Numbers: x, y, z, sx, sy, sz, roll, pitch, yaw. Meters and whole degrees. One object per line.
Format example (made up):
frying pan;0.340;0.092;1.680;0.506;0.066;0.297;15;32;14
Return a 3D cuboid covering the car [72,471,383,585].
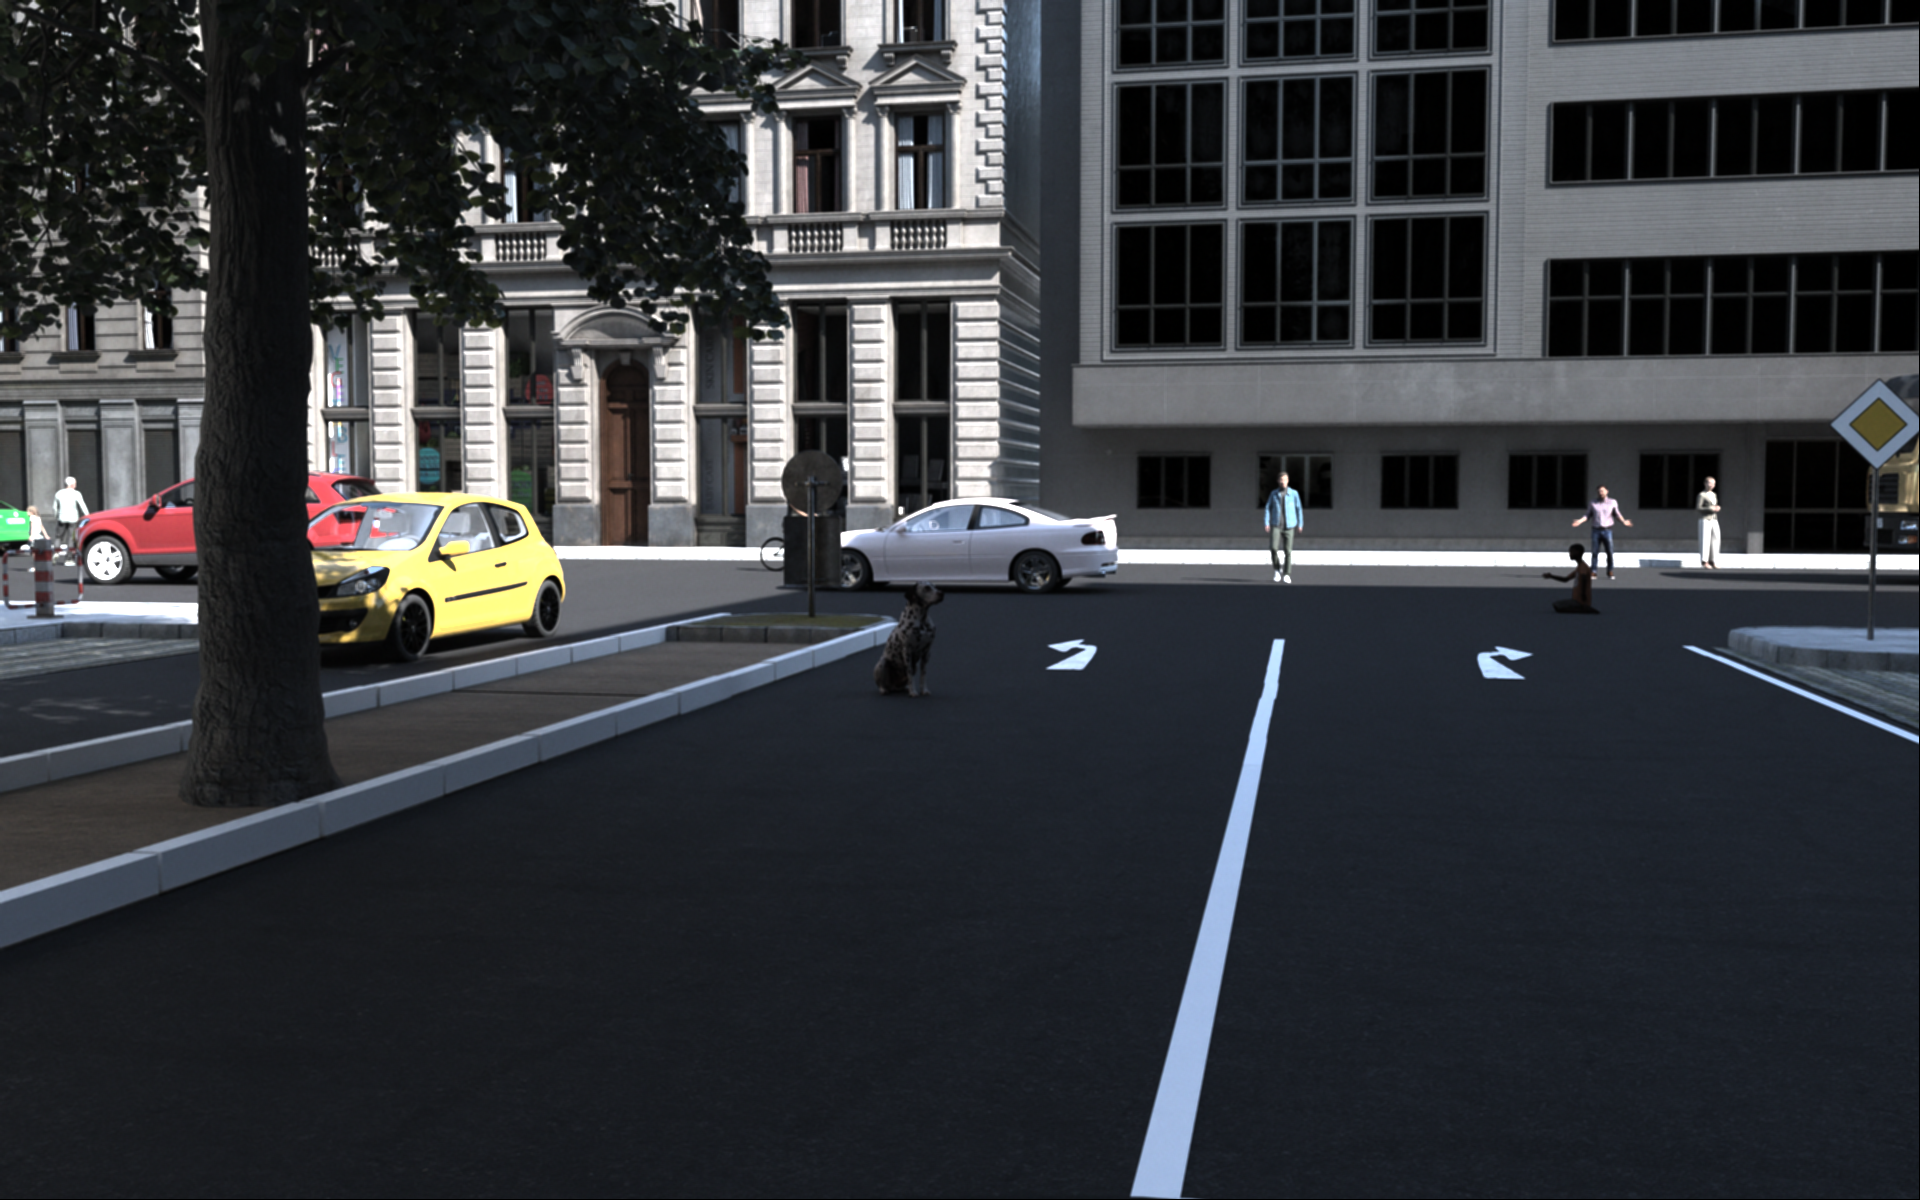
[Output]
car;-11.651;-1.175;27.885;5.304;1.827;2.281;1;4;10

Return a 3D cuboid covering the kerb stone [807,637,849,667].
kerb stone;-1.161;0.454;14.773;0.120;0.150;1.000;1;4;11

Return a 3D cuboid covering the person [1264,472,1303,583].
person;5.239;-1.176;28.076;0.601;1.785;0.444;1;4;16

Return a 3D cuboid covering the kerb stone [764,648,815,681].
kerb stone;-1.369;0.517;13.758;0.120;0.150;1.000;1;4;11

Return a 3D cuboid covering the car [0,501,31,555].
car;-23.798;-1.912;40.059;4.718;1.807;1.959;1;4;11

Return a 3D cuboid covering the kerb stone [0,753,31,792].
kerb stone;-4.670;0.864;8.087;0.120;0.150;1.000;1;4;11

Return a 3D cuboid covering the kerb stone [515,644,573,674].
kerb stone;-3.440;0.494;14.122;0.120;0.150;1.000;1;4;11

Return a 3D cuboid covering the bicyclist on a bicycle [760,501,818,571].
bicyclist on a bicycle;-2.936;-1.346;32.027;1.625;1.676;1.499;1;4;13

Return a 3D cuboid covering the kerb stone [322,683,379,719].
kerb stone;-4.062;0.682;11.108;0.120;0.150;1.000;1;4;11

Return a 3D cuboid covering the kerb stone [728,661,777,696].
kerb stone;-1.576;0.588;12.750;0.120;0.150;1.000;1;4;11

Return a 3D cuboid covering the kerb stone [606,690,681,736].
kerb stone;-1.985;0.703;10.736;0.120;0.150;1.000;1;4;11

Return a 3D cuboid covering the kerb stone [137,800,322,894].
kerb stone;-2.817;0.947;6.706;0.120;0.150;1.000;1;4;11

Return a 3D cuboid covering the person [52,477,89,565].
person;-17.882;-1.584;34.890;0.782;1.767;0.515;0;4;-4

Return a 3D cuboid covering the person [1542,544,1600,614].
person;7.391;-0.256;20.971;0.655;0.850;0.859;1;4;16

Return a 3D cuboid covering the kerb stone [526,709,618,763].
kerb stone;-2.190;0.762;9.733;0.120;0.150;1.000;1;4;11

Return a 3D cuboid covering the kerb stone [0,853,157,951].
kerb stone;-3.016;1.009;5.697;0.120;0.150;1.000;1;4;11

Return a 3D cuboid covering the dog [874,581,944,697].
dog;-0.366;0.264;12.526;0.513;0.831;0.800;0;3;0

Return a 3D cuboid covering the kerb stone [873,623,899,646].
kerb stone;-0.750;0.331;16.780;0.120;0.150;1.000;1;4;11

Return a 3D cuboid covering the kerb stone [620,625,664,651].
kerb stone;-3.024;0.371;16.128;0.120;0.150;1.000;1;4;11

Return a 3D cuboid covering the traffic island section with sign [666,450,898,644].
traffic island section with sign;-1.669;-0.570;17.462;2.006;1.907;1.989;1;4;11

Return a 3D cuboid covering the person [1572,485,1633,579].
person;10.838;-1.150;29.258;0.963;1.587;0.435;1;4;16

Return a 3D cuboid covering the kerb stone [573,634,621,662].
kerb stone;-3.232;0.437;15.126;0.120;0.150;1.000;1;4;11

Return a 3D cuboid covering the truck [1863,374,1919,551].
truck;18.816;-1.909;27.130;9.791;3.379;3.469;1;4;12

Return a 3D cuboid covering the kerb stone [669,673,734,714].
kerb stone;-1.772;0.640;11.742;0.120;0.150;1.000;1;4;11

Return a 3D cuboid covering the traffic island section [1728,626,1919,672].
traffic island section;8.031;0.430;15.244;2.009;0.180;2.903;1;4;11

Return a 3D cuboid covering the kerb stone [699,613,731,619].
kerb stone;-2.618;0.248;18.142;0.120;0.150;1.000;1;4;11

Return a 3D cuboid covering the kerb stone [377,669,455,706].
kerb stone;-3.845;0.623;12.109;0.120;0.150;1.000;1;4;11

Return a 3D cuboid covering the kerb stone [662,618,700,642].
kerb stone;-2.825;0.310;17.133;0.120;0.150;1.000;1;4;11

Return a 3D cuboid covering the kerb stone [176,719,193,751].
kerb stone;-4.262;0.740;10.096;0.120;0.150;1.000;1;4;11

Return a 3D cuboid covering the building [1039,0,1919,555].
building;17.529;-13.613;41.642;30.058;24.678;14.314;1;4;11

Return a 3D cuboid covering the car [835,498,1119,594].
car;-0.039;-0.830;25.937;4.827;1.381;2.083;1;4;12

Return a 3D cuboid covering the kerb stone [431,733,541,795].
kerb stone;-2.401;0.827;8.726;0.120;0.150;1.000;1;4;11

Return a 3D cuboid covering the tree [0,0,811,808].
tree;-3.326;-6.041;7.883;9.857;13.997;8.962;0;3;0

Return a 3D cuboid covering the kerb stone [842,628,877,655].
kerb stone;-0.964;0.393;15.778;0.120;0.150;1.000;1;4;11

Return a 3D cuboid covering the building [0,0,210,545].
building;-26.193;-12.168;48.102;18.267;20.994;9.793;1;4;11

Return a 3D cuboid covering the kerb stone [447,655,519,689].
kerb stone;-3.642;0.557;13.118;0.120;0.150;1.000;1;4;11

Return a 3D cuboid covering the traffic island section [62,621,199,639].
traffic island section;-7.686;0.234;18.447;2.009;0.180;2.903;1;4;11

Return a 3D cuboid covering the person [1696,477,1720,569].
person;14.399;-1.481;33.265;0.519;1.759;0.362;-2;4;-27

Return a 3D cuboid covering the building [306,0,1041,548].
building;-7.183;-13.255;45.604;19.941;23.489;11.050;1;4;11

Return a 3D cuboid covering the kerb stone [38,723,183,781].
kerb stone;-4.469;0.803;9.093;0.120;0.150;1.000;1;4;11

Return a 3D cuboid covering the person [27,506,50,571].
person;-17.116;-1.139;32.136;0.382;1.210;0.505;-1;4;-16

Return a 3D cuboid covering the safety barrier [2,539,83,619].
safety barrier;-9.462;-0.221;17.890;0.300;0.817;1.120;1;4;11

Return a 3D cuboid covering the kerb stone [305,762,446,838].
kerb stone;-2.602;0.886;7.713;0.120;0.150;1.000;1;4;11

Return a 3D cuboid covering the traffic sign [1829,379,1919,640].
traffic sign;8.006;-0.705;15.172;0.795;2.450;0.064;1;4;11

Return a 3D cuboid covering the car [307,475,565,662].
car;-5.215;-0.361;16.131;2.015;1.641;3.980;1;4;13
